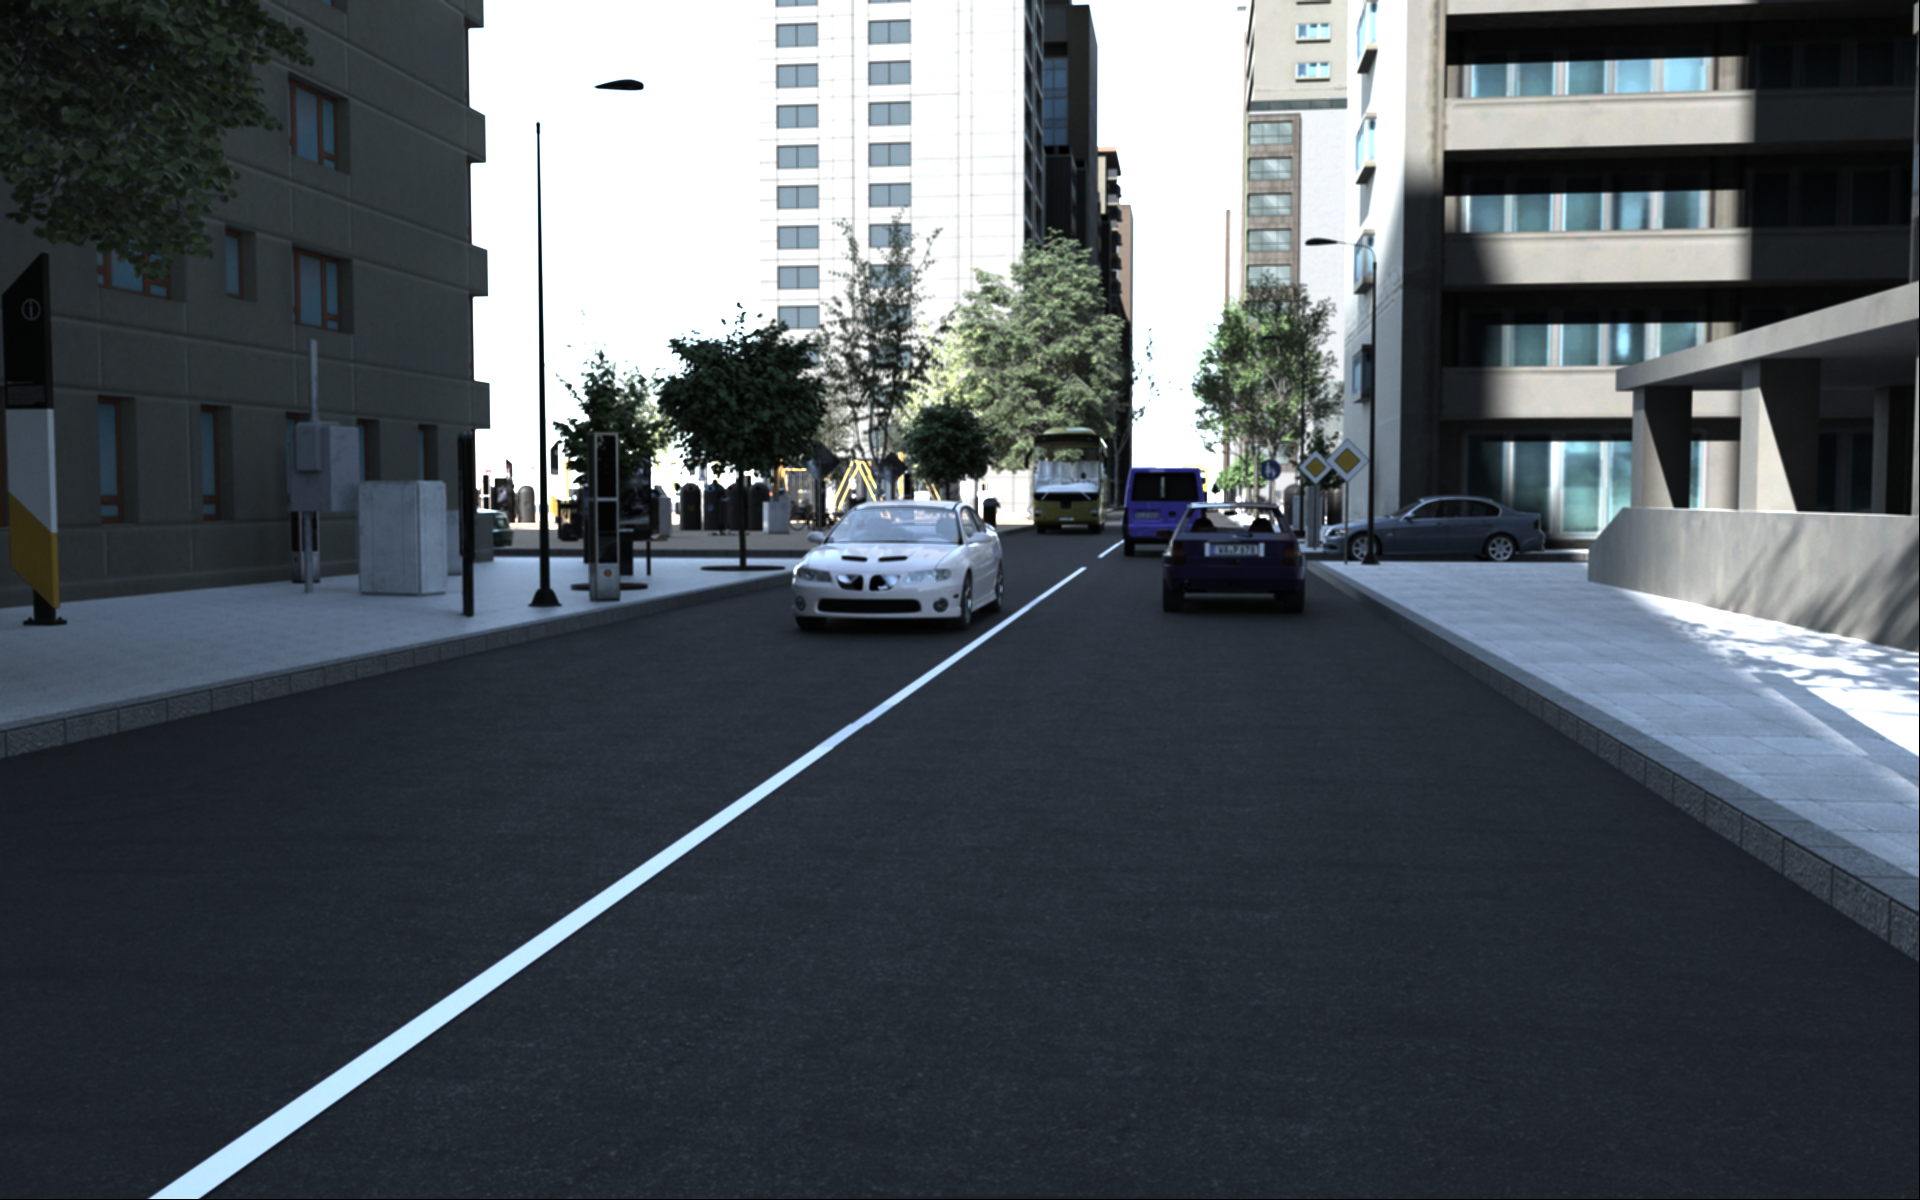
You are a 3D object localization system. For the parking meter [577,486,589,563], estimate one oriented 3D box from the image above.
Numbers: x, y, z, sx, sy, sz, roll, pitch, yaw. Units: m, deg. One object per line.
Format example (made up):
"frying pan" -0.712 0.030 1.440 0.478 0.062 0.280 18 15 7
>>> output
"parking meter" -6.806 -1.452 32.145 0.372 1.533 0.369 0 3 0

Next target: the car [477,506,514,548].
"car" -12.514 -1.650 38.778 4.920 1.459 2.131 0 4 6

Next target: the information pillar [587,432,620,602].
"information pillar" -4.273 -0.996 20.772 0.304 2.012 0.304 -2 4 -28

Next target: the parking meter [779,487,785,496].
"parking meter" -6.874 -3.536 66.220 0.372 1.533 0.369 0 3 0

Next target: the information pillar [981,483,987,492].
"information pillar" 1.573 -6.650 113.221 0.304 2.012 0.304 1 4 17

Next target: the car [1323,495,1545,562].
"car" 9.918 -1.494 36.437 4.499 1.417 2.014 0 4 6

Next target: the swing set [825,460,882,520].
"swing set" -4.777 -5.151 81.846 2.862 2.851 3.119 0 4 4

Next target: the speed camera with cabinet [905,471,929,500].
"speed camera with cabinet" -3.083 -7.472 116.506 2.038 3.252 0.660 -2 4 -27

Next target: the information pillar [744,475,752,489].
"information pillar" -8.187 -3.789 66.434 0.304 2.012 0.304 2 4 35

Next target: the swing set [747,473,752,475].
"swing set" -12.344 -6.364 101.677 2.862 2.851 3.119 0 4 -2

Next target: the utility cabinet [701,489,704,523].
"utility cabinet" -11.170 -4.129 76.193 1.173 1.500 0.318 -3 4 -39

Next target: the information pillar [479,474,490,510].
"information pillar" -17.188 -3.559 62.681 0.304 2.012 0.304 -2 4 -31

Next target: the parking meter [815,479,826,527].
"parking meter" -5.368 -3.728 66.659 0.255 1.863 0.399 3 4 36

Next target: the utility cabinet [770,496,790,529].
"utility cabinet" -6.847 -3.252 64.327 1.020 1.237 0.306 0 4 5

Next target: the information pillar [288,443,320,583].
"information pillar" -9.454 -1.253 24.976 0.304 2.012 0.304 3 5 44

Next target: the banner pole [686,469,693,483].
"banner pole" -16.875 -7.232 108.265 0.863 3.779 0.401 0 4 6

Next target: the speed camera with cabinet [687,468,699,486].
"speed camera with cabinet" -13.552 -5.712 87.721 0.660 3.252 2.038 -1 4 -10

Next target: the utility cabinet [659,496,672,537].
"utility cabinet" -8.728 -2.461 51.397 0.306 1.237 1.020 0 4 -4

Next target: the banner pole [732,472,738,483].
"banner pole" -13.444 -6.971 103.990 0.863 3.779 0.401 -1 4 -19

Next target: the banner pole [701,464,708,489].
"banner pole" -13.774 -6.308 93.149 0.401 3.779 0.863 2 4 28

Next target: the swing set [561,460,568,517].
"swing set" -16.692 -5.041 80.042 3.119 2.851 2.862 0 4 -6

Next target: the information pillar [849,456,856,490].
"information pillar" -5.945 -6.400 95.991 0.183 3.616 0.504 -3 4 -38

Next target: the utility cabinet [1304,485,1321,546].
"utility cabinet" 8.629 -2.066 42.465 0.318 1.500 1.173 0 4 8

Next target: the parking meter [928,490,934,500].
"parking meter" -1.941 -6.553 115.559 0.372 1.533 0.369 0 3 0

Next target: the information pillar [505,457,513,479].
"information pillar" -28.564 -7.242 109.757 0.504 3.616 0.183 0 4 0

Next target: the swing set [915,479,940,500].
"swing set" -2.477 -7.036 112.663 2.862 2.851 3.119 -1 4 -9

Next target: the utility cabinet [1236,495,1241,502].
"utility cabinet" 16.370 -5.547 101.855 0.306 1.237 1.020 1 4 12

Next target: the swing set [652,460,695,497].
"swing set" -12.611 -5.091 80.863 3.119 2.851 2.862 -1 4 -12

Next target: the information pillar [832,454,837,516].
"information pillar" -7.419 -6.780 102.213 0.183 3.616 0.504 1 4 15

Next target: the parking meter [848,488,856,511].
"parking meter" -4.882 -4.280 78.381 0.372 1.533 0.369 0 3 0

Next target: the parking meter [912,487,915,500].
"parking meter" -1.821 -3.303 62.423 0.372 1.533 0.369 0 3 0

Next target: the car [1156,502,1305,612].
"car" 3.508 -0.601 22.414 1.945 1.354 3.894 0 4 8

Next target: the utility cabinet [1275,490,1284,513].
"utility cabinet" 19.405 -5.815 103.759 1.173 1.500 0.318 2 4 28

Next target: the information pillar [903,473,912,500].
"information pillar" -1.835 -3.414 60.305 0.304 2.012 0.304 0 4 -8

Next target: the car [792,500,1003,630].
"car" -0.603 -0.460 19.886 2.083 1.381 4.827 1 4 8

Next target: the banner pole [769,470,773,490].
"banner pole" -11.514 -7.095 106.019 0.863 3.779 0.401 3 4 37

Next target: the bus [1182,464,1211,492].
"bus" 18.973 -9.165 141.395 2.896 3.916 12.252 1 4 8

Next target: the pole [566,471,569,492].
"pole" -22.570 -6.469 99.604 0.158 3.312 0.155 0 3 0

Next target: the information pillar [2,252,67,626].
"information pillar" -9.059 -1.563 16.903 0.504 3.616 0.183 1 4 12

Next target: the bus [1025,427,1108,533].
"bus" 4.323 -4.596 66.692 2.896 3.916 12.252 0 4 6

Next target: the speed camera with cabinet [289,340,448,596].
"speed camera with cabinet" -7.589 -1.704 22.204 2.038 3.252 0.660 1 4 21

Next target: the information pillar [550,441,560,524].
"information pillar" -17.453 -5.093 74.617 0.183 3.616 0.504 2 4 32

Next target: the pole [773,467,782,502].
"pole" -6.131 -3.902 57.634 0.158 3.312 0.155 0 3 0

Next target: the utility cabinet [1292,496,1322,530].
"utility cabinet" 12.575 -3.154 62.734 1.020 1.237 0.306 2 4 27

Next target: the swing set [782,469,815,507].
"swing set" -9.576 -6.793 108.681 3.119 2.851 2.862 1 4 12

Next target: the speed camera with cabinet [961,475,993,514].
"speed camera with cabinet" 1.101 -7.218 112.356 2.038 3.252 0.660 0 4 -2

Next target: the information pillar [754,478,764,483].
"information pillar" -8.365 -4.933 72.015 0.504 3.616 0.183 2 4 29
